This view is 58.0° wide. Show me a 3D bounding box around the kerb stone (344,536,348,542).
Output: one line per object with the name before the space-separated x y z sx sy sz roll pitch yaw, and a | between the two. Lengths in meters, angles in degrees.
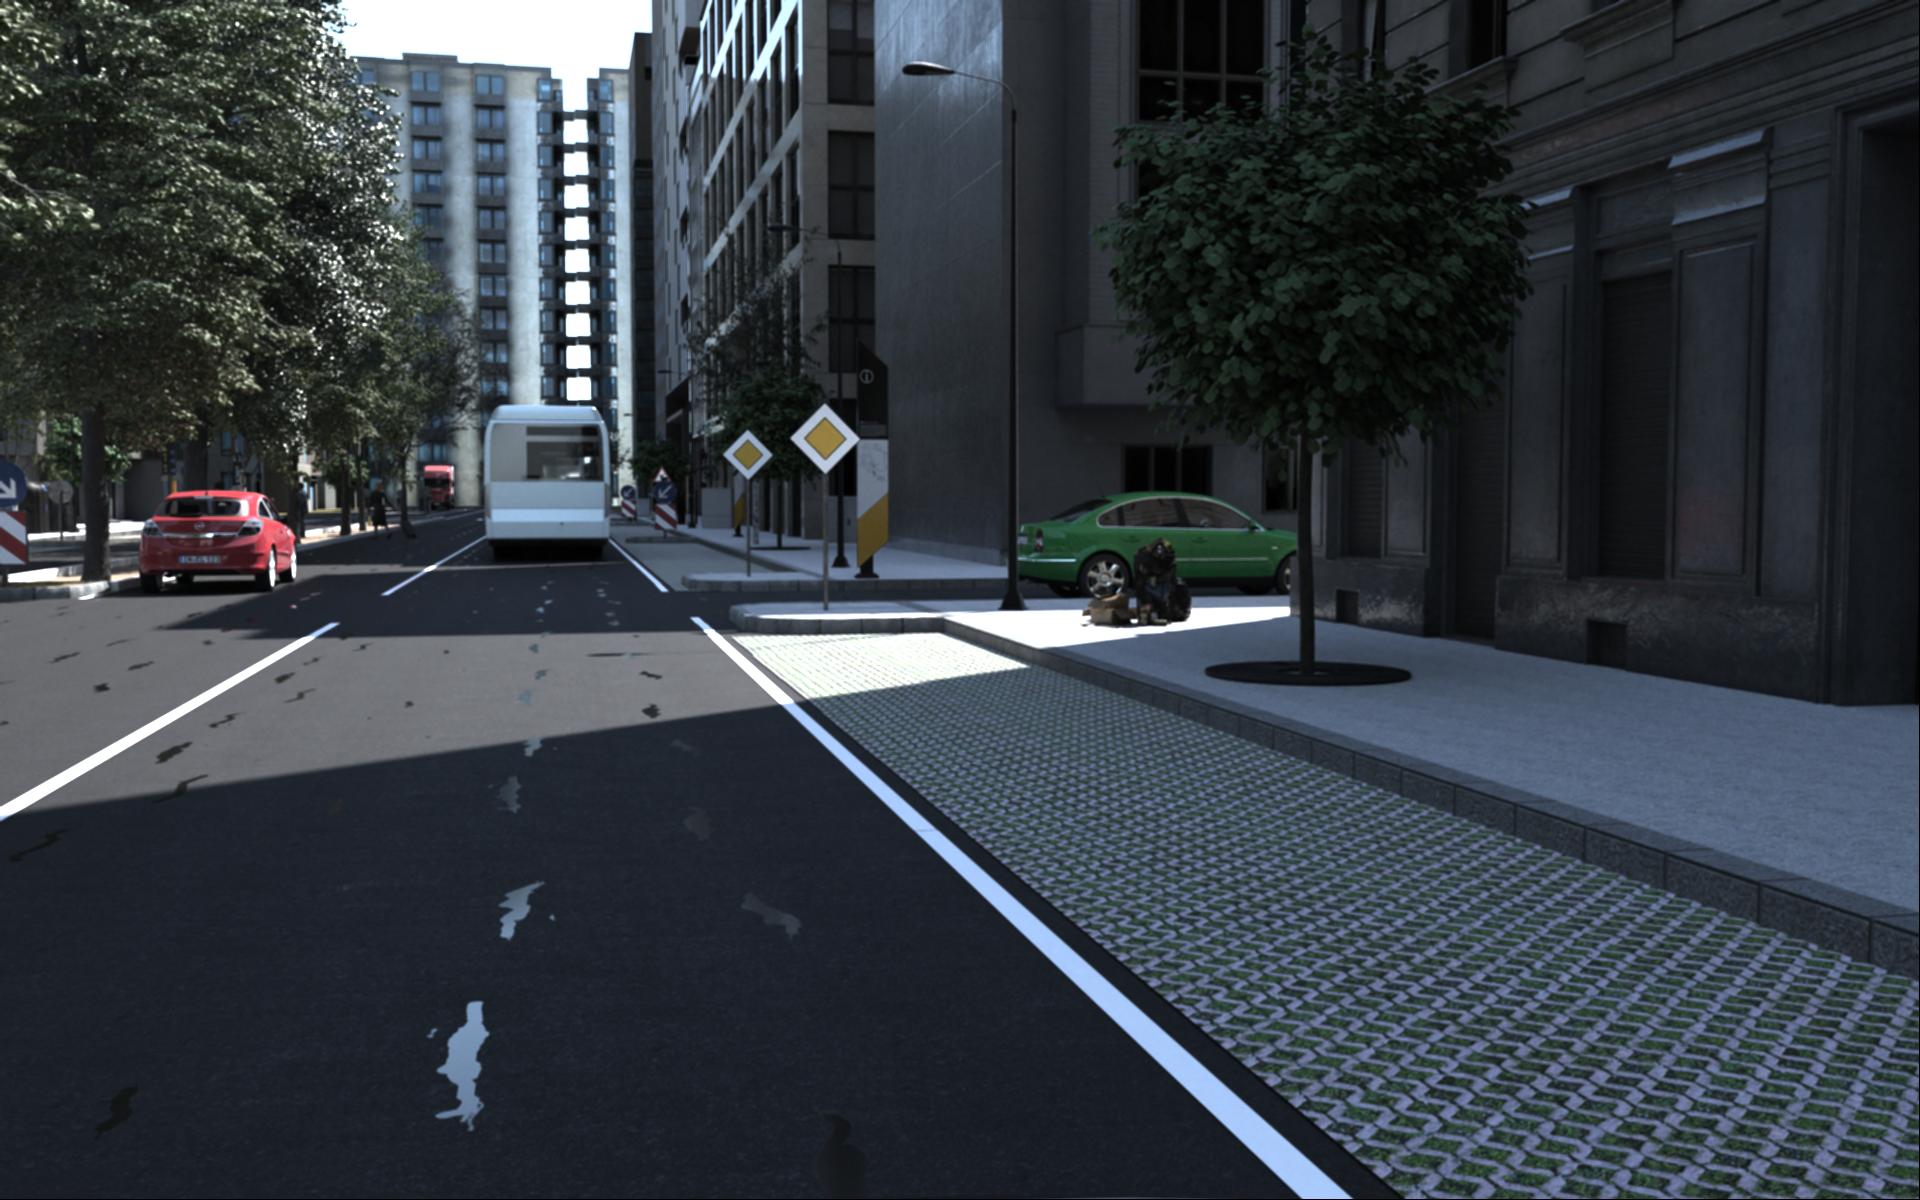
kerb stone | -18.512 -1.814 51.848 0.120 0.150 1.000 -1 4 -13

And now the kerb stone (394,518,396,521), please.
kerb stone | -29.330 -4.106 89.323 0.120 0.150 1.000 -1 4 -13

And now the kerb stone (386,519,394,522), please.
kerb stone | -29.101 -4.045 88.325 0.120 0.150 1.000 -1 4 -13

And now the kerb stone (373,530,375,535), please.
kerb stone | -20.360 -2.296 59.832 0.120 0.150 1.000 -1 4 -13

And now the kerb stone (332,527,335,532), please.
kerb stone | -23.792 -2.640 65.353 0.120 0.150 1.000 -1 4 -13

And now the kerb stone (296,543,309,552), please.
kerb stone | -16.660 -1.320 43.823 0.120 0.150 1.000 -1 4 -13

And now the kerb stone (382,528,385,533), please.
kerb stone | -21.052 -2.481 62.839 0.120 0.150 1.000 -1 4 -13

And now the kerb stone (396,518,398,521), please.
kerb stone | -29.568 -4.167 90.323 0.120 0.150 1.000 -1 4 -13

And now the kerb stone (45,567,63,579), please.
kerb stone | -15.470 -0.439 29.374 0.120 0.150 1.000 -1 4 -13

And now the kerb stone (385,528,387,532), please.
kerb stone | -21.294 -2.547 63.832 0.120 0.150 1.000 -1 4 -13

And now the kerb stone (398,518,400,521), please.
kerb stone | -29.777 -4.219 91.324 0.120 0.150 1.000 -1 4 -13

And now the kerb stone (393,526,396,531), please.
kerb stone | -21.979 -2.730 66.829 0.120 0.150 1.000 -1 4 -13

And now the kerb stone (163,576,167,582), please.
kerb stone | -12.966 -0.346 27.846 0.120 0.150 1.000 -1 4 -13

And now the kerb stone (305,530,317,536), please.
kerb stone | -22.636 -2.326 60.349 0.120 0.150 1.000 -1 4 -13

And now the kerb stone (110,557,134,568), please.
kerb stone | -16.628 -0.744 34.360 0.120 0.150 1.000 -1 4 -13

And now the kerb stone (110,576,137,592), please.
kerb stone | -12.503 -0.223 25.852 0.120 0.150 1.000 -1 4 -13

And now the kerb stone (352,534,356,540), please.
kerb stone | -18.973 -1.930 53.842 0.120 0.150 1.000 -1 4 -13

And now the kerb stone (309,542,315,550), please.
kerb stone | -16.891 -1.382 44.832 0.120 0.150 1.000 -1 4 -13

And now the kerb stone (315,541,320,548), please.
kerb stone | -17.122 -1.445 45.828 0.120 0.150 1.000 -1 4 -13

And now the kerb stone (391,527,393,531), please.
kerb stone | -21.748 -2.669 65.833 0.120 0.150 1.000 -1 4 -13

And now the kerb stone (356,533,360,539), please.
kerb stone | -19.207 -1.997 54.843 0.120 0.150 1.000 -1 4 -13

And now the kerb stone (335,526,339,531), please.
kerb stone | -24.019 -2.701 66.351 0.120 0.150 1.000 -1 4 -13

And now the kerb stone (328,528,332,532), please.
kerb stone | -23.569 -2.578 64.352 0.120 0.150 1.000 -1 4 -13

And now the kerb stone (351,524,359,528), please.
kerb stone | -25.641 -3.129 73.347 0.120 0.150 1.000 -1 4 -13

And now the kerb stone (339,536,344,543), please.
kerb stone | -18.283 -1.752 50.835 0.120 0.150 1.000 -1 4 -13

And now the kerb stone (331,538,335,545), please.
kerb stone | -17.819 -1.626 48.838 0.120 0.150 1.000 -1 4 -13

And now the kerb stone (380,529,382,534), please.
kerb stone | -20.823 -2.422 61.835 0.120 0.150 1.000 -1 4 -13

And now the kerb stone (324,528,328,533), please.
kerb stone | -23.335 -2.517 63.349 0.120 0.150 1.000 -1 4 -13

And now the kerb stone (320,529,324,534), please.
kerb stone | -23.100 -2.456 62.347 0.120 0.150 1.000 -1 4 -13

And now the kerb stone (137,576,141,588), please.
kerb stone | -12.735 -0.285 26.847 0.120 0.150 1.000 -1 4 -13

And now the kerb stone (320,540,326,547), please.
kerb stone | -17.353 -1.495 46.833 0.120 0.150 1.000 -1 4 -13

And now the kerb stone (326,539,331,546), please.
kerb stone | -17.583 -1.568 47.837 0.120 0.150 1.000 -1 4 -13

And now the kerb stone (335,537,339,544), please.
kerb stone | -18.059 -1.691 49.838 0.120 0.150 1.000 -1 4 -13

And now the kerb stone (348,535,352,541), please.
kerb stone | -18.742 -1.871 52.846 0.120 0.150 1.000 -1 4 -13

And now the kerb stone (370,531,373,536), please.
kerb stone | -20.127 -2.240 58.833 0.120 0.150 1.000 -1 4 -13

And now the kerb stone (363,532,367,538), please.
kerb stone | -19.660 -2.118 56.837 0.120 0.150 1.000 -1 4 -13

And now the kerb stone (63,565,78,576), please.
kerb stone | -15.710 -0.500 30.368 0.120 0.150 1.000 -1 4 -13

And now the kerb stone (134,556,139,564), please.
kerb stone | -16.853 -0.804 35.361 0.120 0.150 1.000 -1 4 -13

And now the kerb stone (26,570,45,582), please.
kerb stone | -15.243 -0.378 28.376 0.120 0.150 1.000 -1 4 -13

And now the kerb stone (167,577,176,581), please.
kerb stone | -13.201 -0.406 28.840 0.120 0.150 1.000 -1 4 -13

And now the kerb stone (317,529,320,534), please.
kerb stone | -22.876 -2.395 61.346 0.120 0.150 1.000 -1 4 -13

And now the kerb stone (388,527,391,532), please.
kerb stone | -21.516 -2.608 64.830 0.120 0.150 1.000 -1 4 -13

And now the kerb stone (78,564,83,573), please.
kerb stone | -15.935 -0.560 31.365 0.120 0.150 1.000 -1 4 -13

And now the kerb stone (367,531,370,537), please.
kerb stone | -19.899 -2.180 57.833 0.120 0.150 1.000 -1 4 -13

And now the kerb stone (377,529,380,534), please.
kerb stone | -20.586 -2.363 60.832 0.120 0.150 1.000 -1 4 -13

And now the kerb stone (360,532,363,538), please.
kerb stone | -19.436 -2.058 55.839 0.120 0.150 1.000 -1 4 -13
